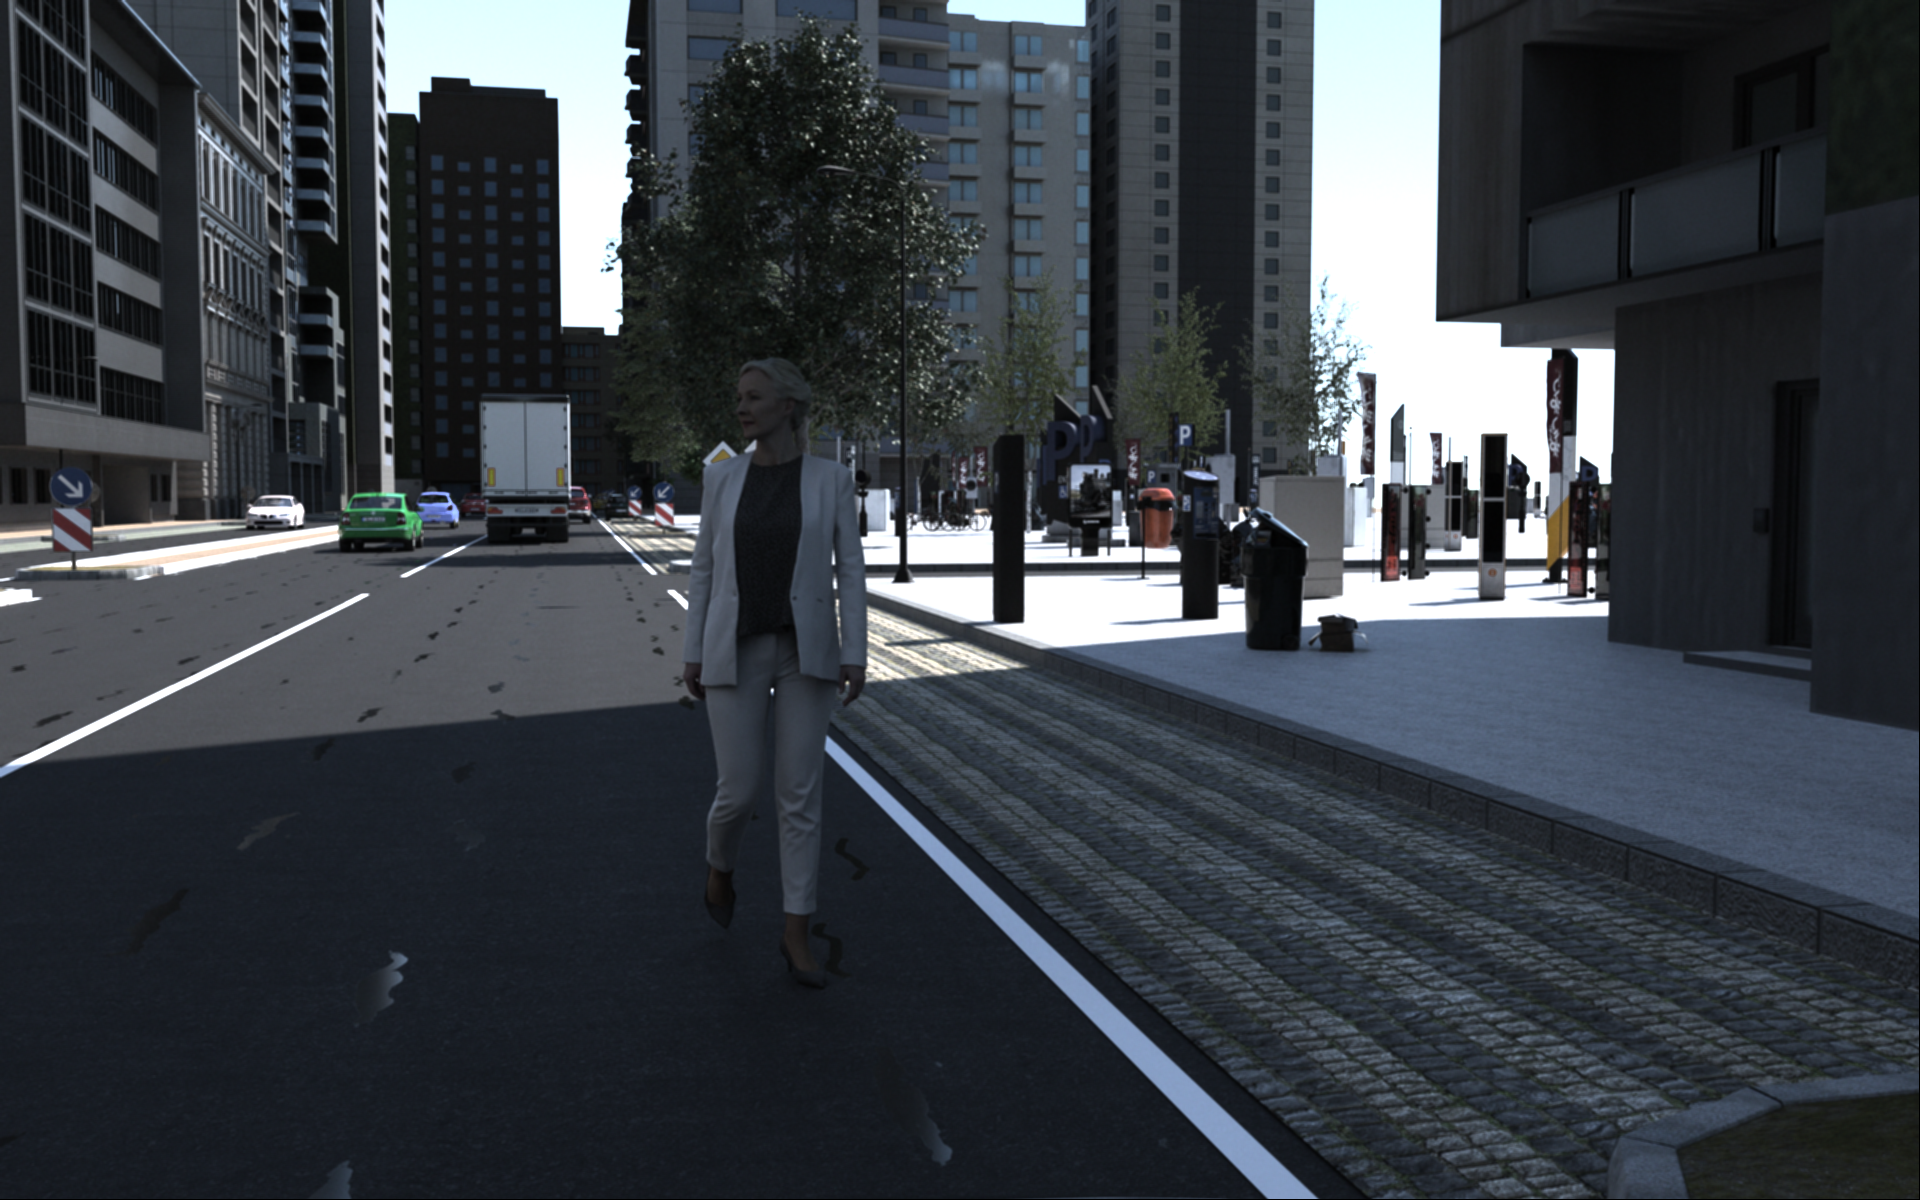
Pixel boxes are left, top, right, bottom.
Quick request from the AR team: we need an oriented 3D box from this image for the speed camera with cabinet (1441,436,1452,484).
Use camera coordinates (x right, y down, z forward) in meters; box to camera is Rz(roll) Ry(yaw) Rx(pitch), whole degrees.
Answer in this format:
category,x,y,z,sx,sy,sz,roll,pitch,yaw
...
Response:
category,x,y,z,sx,sy,sz,roll,pitch,yaw
speed camera with cabinet,16.312,-4.008,59.860,0.660,3.252,2.038,-1,4,-23

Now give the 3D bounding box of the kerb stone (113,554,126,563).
category,x,y,z,sx,sy,sz,roll,pitch,yaw
kerb stone,-17.502,-0.825,35.842,0.120,0.150,1.000,-1,4,-13

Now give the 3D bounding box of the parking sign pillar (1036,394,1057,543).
category,x,y,z,sx,sy,sz,roll,pitch,yaw
parking sign pillar,2.891,-3.523,46.075,1.447,3.967,1.447,-3,5,-40

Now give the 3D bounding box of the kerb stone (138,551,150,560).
category,x,y,z,sx,sy,sz,roll,pitch,yaw
kerb stone,-17.957,-0.958,37.864,0.120,0.150,1.000,-1,4,-13

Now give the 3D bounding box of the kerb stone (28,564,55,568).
category,x,y,z,sx,sy,sz,roll,pitch,yaw
kerb stone,-16.387,-0.526,30.850,0.120,0.150,1.000,-1,4,-13

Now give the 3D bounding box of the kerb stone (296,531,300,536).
category,x,y,z,sx,sy,sz,roll,pitch,yaw
kerb stone,-22.667,-2.244,58.901,0.120,0.150,1.000,-1,4,-13

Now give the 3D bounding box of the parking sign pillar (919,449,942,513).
category,x,y,z,sx,sy,sz,roll,pitch,yaw
parking sign pillar,-1.734,-7.006,103.016,1.447,3.967,1.447,1,4,19

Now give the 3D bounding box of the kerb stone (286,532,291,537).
category,x,y,z,sx,sy,sz,roll,pitch,yaw
kerb stone,-22.218,-2.123,56.902,0.120,0.150,1.000,-1,4,-13

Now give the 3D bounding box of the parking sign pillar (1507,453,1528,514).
category,x,y,z,sx,sy,sz,roll,pitch,yaw
parking sign pillar,36.191,-7.584,112.476,1.447,3.967,1.447,-2,4,-30

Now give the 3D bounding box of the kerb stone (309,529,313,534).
category,x,y,z,sx,sy,sz,roll,pitch,yaw
kerb stone,-23.343,-2.422,61.904,0.120,0.150,1.000,-1,4,-13

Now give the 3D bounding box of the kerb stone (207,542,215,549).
category,x,y,z,sx,sy,sz,roll,pitch,yaw
kerb stone,-19.526,-1.387,44.878,0.120,0.150,1.000,-1,4,-13

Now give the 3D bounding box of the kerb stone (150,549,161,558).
category,x,y,z,sx,sy,sz,roll,pitch,yaw
kerb stone,-18.177,-1.014,38.870,0.120,0.150,1.000,-1,4,-13

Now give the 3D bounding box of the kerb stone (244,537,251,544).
category,x,y,z,sx,sy,sz,roll,pitch,yaw
kerb stone,-20.651,-1.690,49.901,0.120,0.150,1.000,-1,4,-13

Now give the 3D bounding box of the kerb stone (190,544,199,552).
category,x,y,z,sx,sy,sz,roll,pitch,yaw
kerb stone,-19.082,-1.265,42.876,0.120,0.150,1.000,-1,4,-13

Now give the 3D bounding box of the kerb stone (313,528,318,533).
category,x,y,z,sx,sy,sz,roll,pitch,yaw
kerb stone,-23.561,-2.490,62.915,0.120,0.150,1.000,-1,4,-13

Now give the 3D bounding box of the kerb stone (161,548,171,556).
category,x,y,z,sx,sy,sz,roll,pitch,yaw
kerb stone,-18.401,-1.081,39.871,0.120,0.150,1.000,-1,4,-13

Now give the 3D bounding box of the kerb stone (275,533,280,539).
category,x,y,z,sx,sy,sz,roll,pitch,yaw
kerb stone,-21.775,-2.001,54.906,0.120,0.150,1.000,-1,4,-13

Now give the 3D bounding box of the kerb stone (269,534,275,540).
category,x,y,z,sx,sy,sz,roll,pitch,yaw
kerb stone,-21.541,-1.933,53.894,0.120,0.150,1.000,-1,4,-13

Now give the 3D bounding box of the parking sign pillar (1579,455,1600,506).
category,x,y,z,sx,sy,sz,roll,pitch,yaw
parking sign pillar,43.414,-8.014,119.500,1.447,3.967,1.447,0,4,5

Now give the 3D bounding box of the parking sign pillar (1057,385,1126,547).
category,x,y,z,sx,sy,sz,roll,pitch,yaw
parking sign pillar,3.343,-3.296,42.359,1.447,3.967,1.447,-1,4,-13

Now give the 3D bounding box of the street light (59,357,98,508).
category,x,y,z,sx,sy,sz,roll,pitch,yaw
street light,-29.901,-5.270,58.708,1.470,5.913,1.316,-1,4,-13

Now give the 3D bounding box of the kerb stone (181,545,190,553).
category,x,y,z,sx,sy,sz,roll,pitch,yaw
kerb stone,-18.857,-1.204,41.879,0.120,0.150,1.000,-1,4,-13

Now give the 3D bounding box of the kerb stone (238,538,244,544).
category,x,y,z,sx,sy,sz,roll,pitch,yaw
kerb stone,-20.435,-1.633,48.901,0.120,0.150,1.000,-1,4,-13

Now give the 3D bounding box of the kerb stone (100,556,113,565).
category,x,y,z,sx,sy,sz,roll,pitch,yaw
kerb stone,-17.284,-0.769,34.843,0.120,0.150,1.000,-1,4,-13

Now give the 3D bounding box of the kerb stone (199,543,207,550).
category,x,y,z,sx,sy,sz,roll,pitch,yaw
kerb stone,-19.297,-1.326,43.875,0.120,0.150,1.000,-1,4,-13

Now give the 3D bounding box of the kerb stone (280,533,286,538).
category,x,y,z,sx,sy,sz,roll,pitch,yaw
kerb stone,-21.989,-2.062,55.905,0.120,0.150,1.000,-1,4,-13

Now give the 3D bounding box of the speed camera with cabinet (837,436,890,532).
category,x,y,z,sx,sy,sz,roll,pitch,yaw
speed camera with cabinet,-3.459,-3.989,59.549,2.038,3.252,0.660,1,4,12

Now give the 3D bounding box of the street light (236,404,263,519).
category,x,y,z,sx,sy,sz,roll,pitch,yaw
street light,-36.558,-7.129,89.099,1.470,5.913,1.316,-1,4,-13

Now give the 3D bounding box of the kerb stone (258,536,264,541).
category,x,y,z,sx,sy,sz,roll,pitch,yaw
kerb stone,-21.096,-1.817,51.897,0.120,0.150,1.000,-1,4,-13

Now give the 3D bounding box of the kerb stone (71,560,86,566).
category,x,y,z,sx,sy,sz,roll,pitch,yaw
kerb stone,-16.836,-0.648,32.848,0.120,0.150,1.000,-1,4,-13

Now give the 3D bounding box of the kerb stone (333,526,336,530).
category,x,y,z,sx,sy,sz,roll,pitch,yaw
kerb stone,-24.688,-2.796,67.910,0.120,0.150,1.000,-1,4,-13

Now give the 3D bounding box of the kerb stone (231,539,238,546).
category,x,y,z,sx,sy,sz,roll,pitch,yaw
kerb stone,-20.197,-1.566,47.894,0.120,0.150,1.000,-1,4,-13

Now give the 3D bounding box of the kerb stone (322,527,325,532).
category,x,y,z,sx,sy,sz,roll,pitch,yaw
kerb stone,-24.018,-2.610,64.910,0.120,0.150,1.000,-1,4,-13

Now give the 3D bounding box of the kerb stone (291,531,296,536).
category,x,y,z,sx,sy,sz,roll,pitch,yaw
kerb stone,-22.443,-2.184,57.903,0.120,0.150,1.000,-1,4,-13

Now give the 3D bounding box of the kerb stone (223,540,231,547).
category,x,y,z,sx,sy,sz,roll,pitch,yaw
kerb stone,-19.975,-1.510,46.887,0.120,0.150,1.000,-1,4,-13

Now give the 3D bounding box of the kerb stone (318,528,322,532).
category,x,y,z,sx,sy,sz,roll,pitch,yaw
kerb stone,-23.785,-2.544,63.913,0.120,0.150,1.000,-1,4,-13

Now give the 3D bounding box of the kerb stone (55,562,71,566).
category,x,y,z,sx,sy,sz,roll,pitch,yaw
kerb stone,-16.606,-0.590,31.848,0.120,0.150,1.000,-1,4,-13

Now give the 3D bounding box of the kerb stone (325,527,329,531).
category,x,y,z,sx,sy,sz,roll,pitch,yaw
kerb stone,-24.237,-2.674,65.913,0.120,0.150,1.000,-1,4,-13

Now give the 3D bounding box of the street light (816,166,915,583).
category,x,y,z,sx,sy,sz,roll,pitch,yaw
street light,-1.348,-3.197,24.813,1.470,5.913,1.316,-1,4,-13

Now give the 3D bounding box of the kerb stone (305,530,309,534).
category,x,y,z,sx,sy,sz,roll,pitch,yaw
kerb stone,-23.110,-2.360,60.907,0.120,0.150,1.000,-1,4,-13

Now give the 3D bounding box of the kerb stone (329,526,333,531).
category,x,y,z,sx,sy,sz,roll,pitch,yaw
kerb stone,-24.457,-2.731,66.914,0.120,0.150,1.000,-1,4,-13

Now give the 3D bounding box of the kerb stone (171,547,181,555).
category,x,y,z,sx,sy,sz,roll,pitch,yaw
kerb stone,-18.630,-1.141,40.868,0.120,0.150,1.000,-1,4,-13

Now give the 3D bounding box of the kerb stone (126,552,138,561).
category,x,y,z,sx,sy,sz,roll,pitch,yaw
kerb stone,-17.729,-0.897,36.854,0.120,0.150,1.000,-1,4,-13

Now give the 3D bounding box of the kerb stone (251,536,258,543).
category,x,y,z,sx,sy,sz,roll,pitch,yaw
kerb stone,-20.869,-1.756,50.899,0.120,0.150,1.000,-1,4,-13

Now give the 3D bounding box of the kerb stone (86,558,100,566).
category,x,y,z,sx,sy,sz,roll,pitch,yaw
kerb stone,-17.052,-0.713,33.847,0.120,0.150,1.000,-1,4,-13

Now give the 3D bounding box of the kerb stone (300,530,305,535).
category,x,y,z,sx,sy,sz,roll,pitch,yaw
kerb stone,-22.884,-2.305,59.901,0.120,0.150,1.000,-1,4,-13

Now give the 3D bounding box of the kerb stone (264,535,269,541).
category,x,y,z,sx,sy,sz,roll,pitch,yaw
kerb stone,-21.320,-1.878,52.895,0.120,0.150,1.000,-1,4,-13

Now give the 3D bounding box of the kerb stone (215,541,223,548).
category,x,y,z,sx,sy,sz,roll,pitch,yaw
kerb stone,-19.750,-1.449,45.890,0.120,0.150,1.000,-1,4,-13

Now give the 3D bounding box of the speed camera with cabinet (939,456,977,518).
category,x,y,z,sx,sy,sz,roll,pitch,yaw
speed camera with cabinet,-0.108,-5.908,90.938,2.038,3.252,0.660,0,4,1
